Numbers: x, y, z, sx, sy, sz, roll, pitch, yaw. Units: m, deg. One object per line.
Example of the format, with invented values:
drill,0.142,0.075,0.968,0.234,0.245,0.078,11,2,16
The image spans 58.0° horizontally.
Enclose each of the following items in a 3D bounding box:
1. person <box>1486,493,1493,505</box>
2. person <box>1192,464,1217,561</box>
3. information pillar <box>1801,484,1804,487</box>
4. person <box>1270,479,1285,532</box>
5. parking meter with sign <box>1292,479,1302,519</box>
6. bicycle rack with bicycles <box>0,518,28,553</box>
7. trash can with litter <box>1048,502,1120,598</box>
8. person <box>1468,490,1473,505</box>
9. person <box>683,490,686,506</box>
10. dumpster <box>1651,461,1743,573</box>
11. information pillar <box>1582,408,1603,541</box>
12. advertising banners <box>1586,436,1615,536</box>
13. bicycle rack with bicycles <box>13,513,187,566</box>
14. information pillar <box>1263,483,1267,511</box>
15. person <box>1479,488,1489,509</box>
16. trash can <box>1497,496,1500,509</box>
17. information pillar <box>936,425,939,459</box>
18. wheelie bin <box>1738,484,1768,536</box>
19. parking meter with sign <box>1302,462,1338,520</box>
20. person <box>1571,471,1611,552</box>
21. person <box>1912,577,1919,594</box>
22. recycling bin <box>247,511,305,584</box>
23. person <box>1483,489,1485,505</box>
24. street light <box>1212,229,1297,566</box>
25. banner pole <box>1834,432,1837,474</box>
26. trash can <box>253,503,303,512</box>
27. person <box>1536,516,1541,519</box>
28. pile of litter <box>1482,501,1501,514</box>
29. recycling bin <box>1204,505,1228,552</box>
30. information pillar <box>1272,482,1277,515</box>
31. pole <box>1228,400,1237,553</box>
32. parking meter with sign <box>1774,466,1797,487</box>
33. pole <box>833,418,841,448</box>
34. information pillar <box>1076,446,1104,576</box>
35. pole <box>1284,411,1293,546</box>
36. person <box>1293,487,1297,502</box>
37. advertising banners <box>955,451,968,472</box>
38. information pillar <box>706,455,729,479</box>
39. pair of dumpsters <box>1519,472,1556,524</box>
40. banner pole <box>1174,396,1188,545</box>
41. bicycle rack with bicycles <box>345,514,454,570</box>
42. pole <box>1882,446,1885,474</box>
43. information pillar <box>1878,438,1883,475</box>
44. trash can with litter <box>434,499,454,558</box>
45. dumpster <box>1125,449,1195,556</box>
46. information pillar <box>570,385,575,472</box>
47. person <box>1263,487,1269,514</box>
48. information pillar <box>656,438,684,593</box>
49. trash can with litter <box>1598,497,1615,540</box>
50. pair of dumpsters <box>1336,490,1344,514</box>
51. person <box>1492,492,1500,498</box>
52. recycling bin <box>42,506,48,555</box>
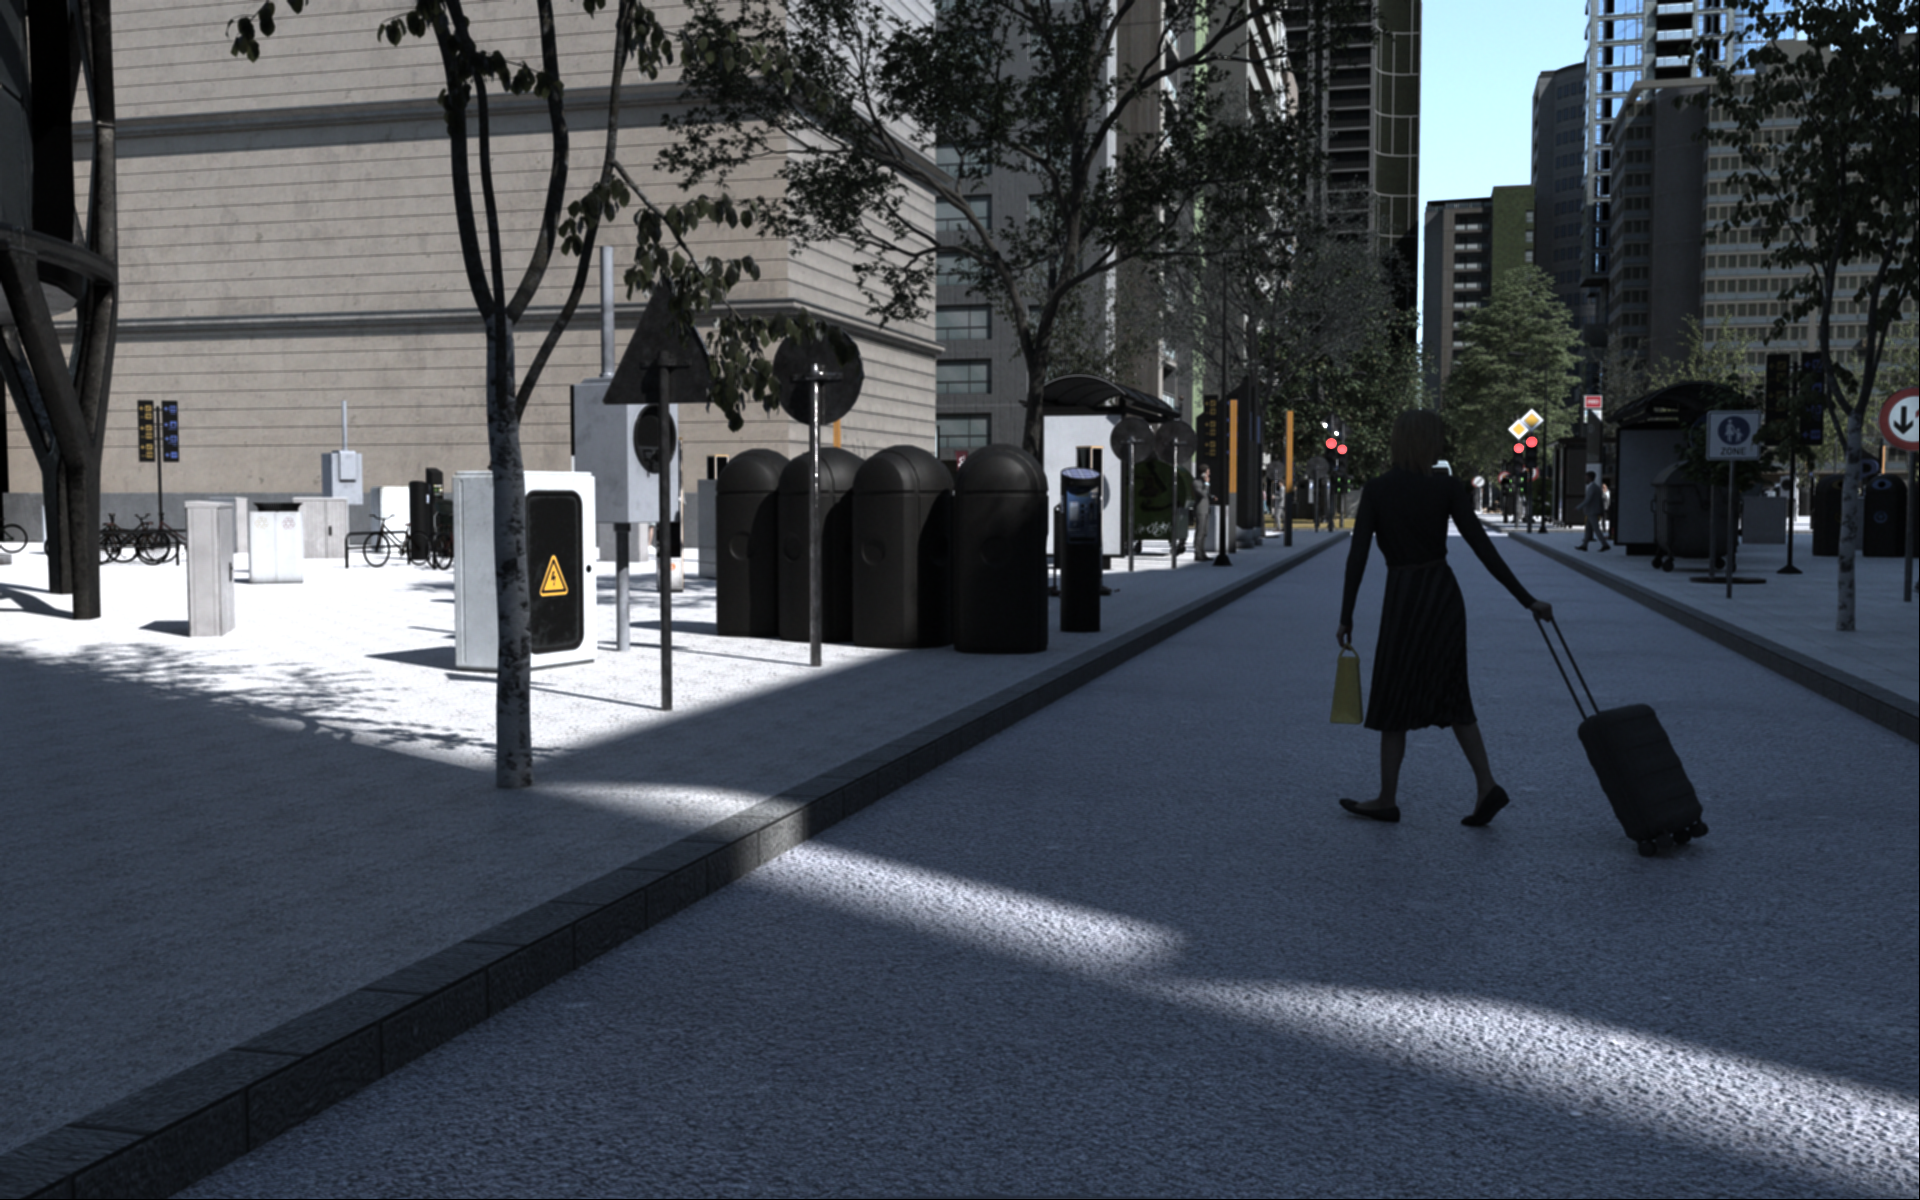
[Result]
person,63.372,-12.253,207.089,1.217,1.736,0.721,-2,4,-28
person,4.705,-1.673,33.204,0.447,1.846,0.655,2,4,24
information pillar,59.389,-7.186,121.982,0.304,2.012,0.304,3,5,42
person,10.818,-3.209,58.717,0.583,1.804,0.606,1,4,13
parking meter with sign,17.527,-5.597,87.765,1.738,3.016,0.543,3,5,45
bicycle rack with bicycles,-21.730,-1.462,37.280,2.925,0.926,2.852,-2,4,-26
trash can with litter,1.058,-0.678,22.149,2.233,1.210,1.678,0,4,-6
person,50.298,-10.002,170.372,0.742,1.727,0.445,-3,5,-44
person,-5.790,-1.781,35.364,0.606,1.804,0.583,2,4,28
dumpster,12.311,-1.419,28.956,1.264,1.857,1.865,1,4,15
information pillar,17.210,-3.407,47.055,0.183,3.616,0.504,-2,4,-27
advertising banners,19.588,-3.379,51.436,2.074,3.025,0.090,3,4,39
bicycle rack with bicycles,-15.270,-1.128,31.833,2.925,0.926,2.852,-1,4,-11
information pillar,20.237,-6.730,114.530,0.304,2.012,0.304,-1,4,-22
person,45.263,-8.812,150.147,1.348,1.821,0.705,0,4,-1
trash can,37.175,-6.556,118.838,0.748,1.137,0.748,0,3,0
information pillar,-0.764,-4.145,59.130,0.183,3.616,0.504,0,4,-6
wheelie bin,24.069,-2.731,52.563,0.693,1.594,0.980,-2,4,-29
parking meter with sign,17.857,-5.452,85.405,0.543,3.016,1.738,-3,4,-38
person,14.148,-1.982,38.723,0.850,1.792,0.678,3,4,38
person,12.342,-0.932,21.636,0.721,1.781,0.623,0,4,0
recycling bin,-9.900,-0.767,25.091,0.722,1.027,0.722,-1,4,-19
person,58.084,-11.383,192.296,0.705,1.807,1.348,2,4,32
street light,5.219,-3.557,30.691,1.470,5.913,1.316,1,4,15
banner pole,32.642,-4.563,64.619,0.401,3.779,0.863,2,4,28
trash can,-11.041,-1.004,28.074,0.748,1.137,0.748,0,3,0
person,29.331,-5.041,88.304,0.795,1.843,0.661,3,5,41
pile of litter,35.281,-6.135,114.274,1.176,0.858,1.719,-3,5,-43
recycling bin,5.701,-1.581,38.399,0.722,1.027,0.722,1,4,11
information pillar,18.673,-6.018,102.888,0.304,2.012,0.304,1,4,8
pole,5.906,-2.670,37.505,0.158,3.312,0.155,0,3,0
parking meter with sign,52.037,-6.947,109.850,0.543,3.016,1.738,-3,5,-41
pole,-2.859,-2.846,40.371,0.158,3.312,0.155,0,3,0
information pillar,2.001,-1.363,26.772,0.304,2.012,0.304,3,5,43
pole,8.056,-2.973,42.457,0.158,3.312,0.155,0,3,0
person,23.266,-6.996,120.641,0.699,1.804,1.509,1,4,18
advertising banners,0.828,-4.498,69.722,2.074,3.025,0.090,0,4,7
information pillar,-4.571,-1.726,32.712,0.304,2.012,0.304,-3,5,-40
pair of dumpsters,25.719,-4.545,76.812,1.574,2.255,4.437,1,4,15
banner pole,5.528,-3.294,43.882,0.401,3.779,0.863,2,4,23
bicycle rack with bicycles,-9.329,-1.055,30.630,2.852,0.926,2.925,1,4,19
pole,38.849,-4.844,73.039,0.158,3.312,0.155,0,3,0
information pillar,38.247,-4.932,71.995,0.183,3.616,0.504,2,4,35
trash can with litter,-10.295,-1.458,35.233,0.624,1.170,1.055,-2,4,-35
dumpster,4.132,-2.072,36.379,1.502,2.255,1.985,1,4,15
information pillar,-8.267,-2.822,37.490,0.183,3.616,0.504,1,4,16
person,19.227,-6.272,109.419,0.643,1.720,0.563,1,4,19
information pillar,-3.797,-1.109,22.626,0.304,2.012,0.304,-1,4,-21
trash can with litter,18.792,-2.303,48.718,2.233,1.210,1.678,-2,4,-33
pair of dumpsters,24.961,-6.941,115.976,1.574,2.255,4.437,1,4,15
person,55.840,-10.620,179.672,0.705,1.826,1.348,-2,4,-34
recycling bin,-19.263,-1.504,37.141,0.722,1.027,0.722,-2,4,-29
